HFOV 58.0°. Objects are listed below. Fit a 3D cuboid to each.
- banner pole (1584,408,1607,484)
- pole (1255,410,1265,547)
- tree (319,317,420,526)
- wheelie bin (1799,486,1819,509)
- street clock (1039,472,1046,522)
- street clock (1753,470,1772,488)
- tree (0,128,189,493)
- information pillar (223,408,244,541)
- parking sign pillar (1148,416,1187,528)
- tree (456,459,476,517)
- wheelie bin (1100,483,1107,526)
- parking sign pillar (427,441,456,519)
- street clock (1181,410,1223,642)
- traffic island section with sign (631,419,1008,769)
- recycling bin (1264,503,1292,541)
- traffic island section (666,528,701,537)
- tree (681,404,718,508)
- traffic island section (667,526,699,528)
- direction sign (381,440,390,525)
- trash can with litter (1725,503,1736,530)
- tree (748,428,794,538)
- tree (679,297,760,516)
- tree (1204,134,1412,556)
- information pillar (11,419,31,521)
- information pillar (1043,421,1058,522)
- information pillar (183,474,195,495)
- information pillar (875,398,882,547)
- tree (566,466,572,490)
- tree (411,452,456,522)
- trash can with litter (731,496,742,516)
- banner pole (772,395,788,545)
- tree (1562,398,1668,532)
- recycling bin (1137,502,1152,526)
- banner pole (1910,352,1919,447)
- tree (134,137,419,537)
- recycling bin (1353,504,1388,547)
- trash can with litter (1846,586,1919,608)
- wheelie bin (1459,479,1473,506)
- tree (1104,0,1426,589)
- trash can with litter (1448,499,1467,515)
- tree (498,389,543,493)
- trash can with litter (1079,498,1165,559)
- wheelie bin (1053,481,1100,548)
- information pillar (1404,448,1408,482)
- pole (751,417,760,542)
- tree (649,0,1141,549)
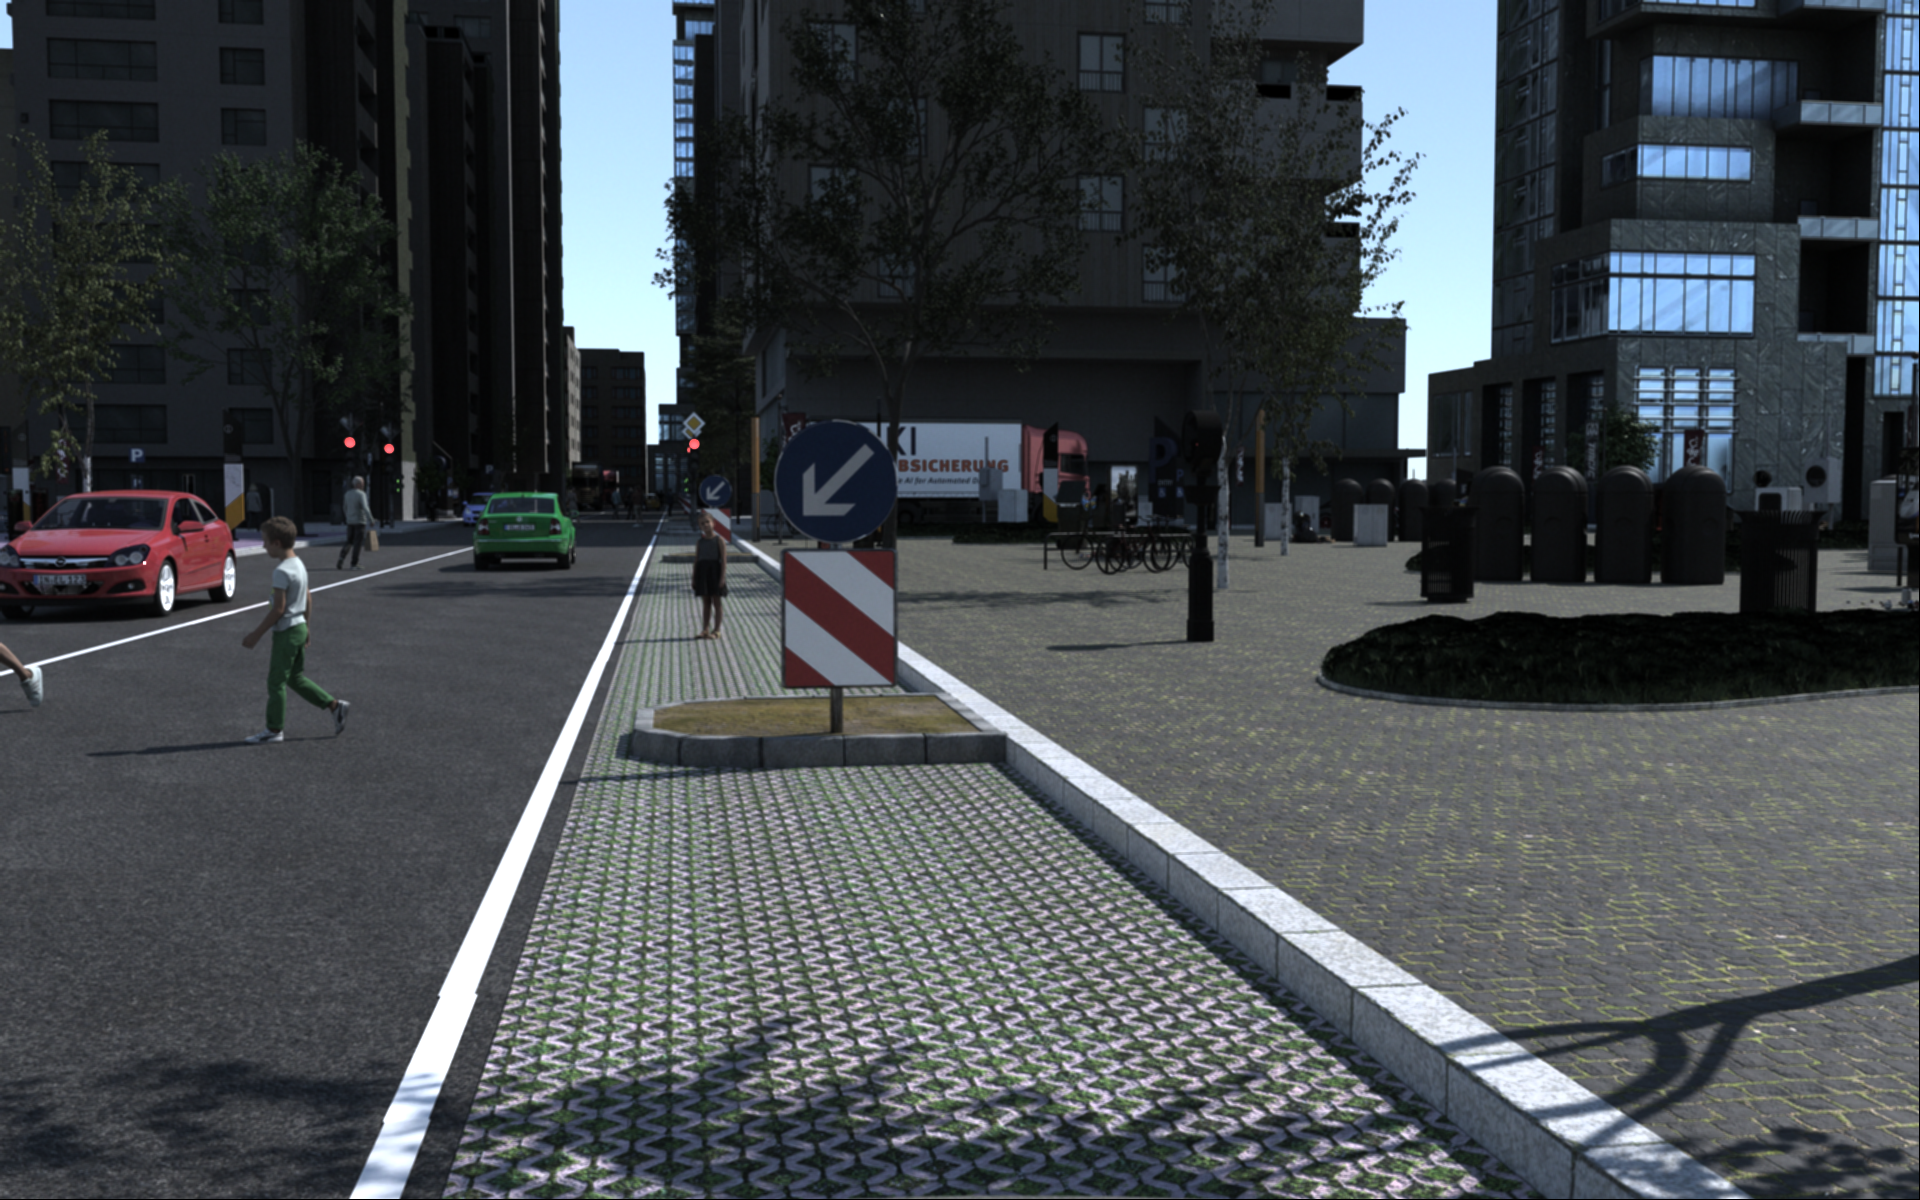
[{"bbox_3d":[18.677,-3.720,50.835,0.401,3.779,0.863,-3,4,-39],"label":"banner pole"},{"bbox_3d":[7.260,-2.941,41.929,0.158,3.312,0.155,0,3,0],"label":"pole"},{"bbox_3d":[-23.611,-7.250,68.907,4.360,8.622,3.978,0,3,0],"label":"tree"},{"bbox_3d":[31.914,-3.509,65.273,0.980,1.594,0.693,2,4,34],"label":"wheelie bin"},{"bbox_3d":[2.778,-3.246,57.639,0.358,2.002,0.471,1,4,12],"label":"street clock"},{"bbox_3d":[24.574,-2.967,53.086,0.358,2.002,0.471,-3,5,-42],"label":"street clock"},{"bbox_3d":[-17.560,-5.123,34.123,4.737,8.622,4.395,0,3,0],"label":"tree"},{"bbox_3d":[-19.881,-3.426,47.373,0.504,3.616,0.183,0,4,-8],"label":"information pillar"},{"bbox_3d":[7.037,-4.319,59.092,1.447,3.967,1.447,-3,5,-39],"label":"parking sign pillar"},{"bbox_3d":[-28.023,-6.231,96.479,1.663,3.219,1.824,0,3,0],"label":"tree"},{"bbox_3d":[4.041,-2.430,47.631,0.980,1.594,0.693,-3,5,-41],"label":"wheelie bin"},{"bbox_3d":[-26.489,-6.109,88.354,1.447,3.967,1.447,2,4,30],"label":"parking sign pillar"},{"bbox_3d":[2.098,-0.642,15.064,0.358,2.002,0.471,-1,4,-10],"label":"street clock"},{"bbox_3d":[-0.881,-0.081,9.958,1.989,1.847,2.006,-1,4,-9],"label":"traffic island section with sign"},{"bbox_3d":[8.815,-2.175,48.117,0.722,1.027,0.722,0,4,6],"label":"recycling bin"},{"bbox_3d":[-9.041,-2.261,59.251,2.009,0.180,2.903,-1,4,-9],"label":"traffic island section"},{"bbox_3d":[-19.768,-11.387,136.538,4.737,8.622,4.395,0,3,0],"label":"tree"},{"bbox_3d":[-10.346,-2.743,67.129,2.009,0.180,2.903,-1,4,-9],"label":"traffic island section"},{"bbox_3d":[-23.940,-4.908,72.245,0.379,3.537,0.876,1,4,11],"label":"direction sign"},{"bbox_3d":[21.328,-2.223,47.738,1.055,1.170,0.624,2,4,31],"label":"trash can with litter"},{"bbox_3d":[-5.499,-3.450,51.013,1.663,3.219,1.824,0,3,0],"label":"tree"},{"bbox_3d":[-12.642,-11.100,99.608,7.486,12.596,7.792,0,3,0],"label":"tree"},{"bbox_3d":[7.018,-5.240,36.034,4.737,8.622,4.395,0,3,0],"label":"tree"},{"bbox_3d":[-29.471,-3.855,54.392,0.504,3.616,0.183,0,4,-4],"label":"information pillar"},{"bbox_3d":[2.922,-3.927,55.565,0.504,3.616,0.183,0,4,2],"label":"information pillar"},{"bbox_3d":[-28.872,-3.694,64.882,0.304,2.012,0.304,3,4,38],"label":"information pillar"},{"bbox_3d":[-1.960,-3.093,41.931,0.183,3.616,0.504,0,4,-3],"label":"information pillar"},{"bbox_3d":[-42.343,-12.242,183.869,4.285,4.588,4.351,0,3,0],"label":"tree"},{"bbox_3d":[-24.541,-5.230,80.104,1.663,3.219,1.824,0,3,0],"label":"tree"},{"bbox_3d":[-13.388,-5.556,102.224,1.055,1.170,0.624,1,4,13],"label":"trash can with litter"},{"bbox_3d":[-4.446,-3.270,43.481,0.401,3.779,0.863,-2,4,-26],"label":"banner pole"},{"bbox_3d":[22.389,-4.610,59.089,4.285,4.588,4.351,0,3,0],"label":"tree"},{"bbox_3d":[5.602,-2.548,54.213,0.722,1.027,0.722,0,4,-5],"label":"recycling bin"},{"bbox_3d":[17.003,-2.492,30.765,0.863,3.779,0.401,-3,5,-41],"label":"banner pole"},{"bbox_3d":[-20.101,-7.715,51.893,9.928,11.665,9.643,0,3,0],"label":"tree"},{"bbox_3d":[10.048,-1.827,42.418,0.722,1.027,0.722,0,4,4],"label":"recycling bin"},{"bbox_3d":[10.786,-0.501,19.245,1.678,1.210,2.233,2,4,28],"label":"trash can with litter"},{"bbox_3d":[11.181,-1.778,36.981,0.980,1.594,0.693,1,4,10],"label":"wheelie bin"},{"bbox_3d":[3.673,-4.449,23.104,4.360,8.622,3.978,0,3,0],"label":"tree"},{"bbox_3d":[11.211,-1.630,38.043,1.055,1.170,0.624,-2,4,-30],"label":"trash can with litter"},{"bbox_3d":[-31.697,-10.484,121.768,4.737,8.622,4.395,0,3,0],"label":"tree"},{"bbox_3d":[3.177,-1.481,35.277,1.678,1.210,2.233,-1,4,-18],"label":"trash can with litter"},{"bbox_3d":[2.658,-2.024,40.993,0.980,1.594,0.693,2,4,27],"label":"wheelie bin"},{"bbox_3d":[22.484,-5.905,87.900,0.504,3.616,0.183,3,4,37],"label":"information pillar"},{"bbox_3d":[-5.442,-3.198,46.136,0.158,3.312,0.155,0,3,0],"label":"pole"},{"bbox_3d":[-1.277,-5.789,29.067,8.767,10.594,7.601,0,4,4],"label":"tree"}]
